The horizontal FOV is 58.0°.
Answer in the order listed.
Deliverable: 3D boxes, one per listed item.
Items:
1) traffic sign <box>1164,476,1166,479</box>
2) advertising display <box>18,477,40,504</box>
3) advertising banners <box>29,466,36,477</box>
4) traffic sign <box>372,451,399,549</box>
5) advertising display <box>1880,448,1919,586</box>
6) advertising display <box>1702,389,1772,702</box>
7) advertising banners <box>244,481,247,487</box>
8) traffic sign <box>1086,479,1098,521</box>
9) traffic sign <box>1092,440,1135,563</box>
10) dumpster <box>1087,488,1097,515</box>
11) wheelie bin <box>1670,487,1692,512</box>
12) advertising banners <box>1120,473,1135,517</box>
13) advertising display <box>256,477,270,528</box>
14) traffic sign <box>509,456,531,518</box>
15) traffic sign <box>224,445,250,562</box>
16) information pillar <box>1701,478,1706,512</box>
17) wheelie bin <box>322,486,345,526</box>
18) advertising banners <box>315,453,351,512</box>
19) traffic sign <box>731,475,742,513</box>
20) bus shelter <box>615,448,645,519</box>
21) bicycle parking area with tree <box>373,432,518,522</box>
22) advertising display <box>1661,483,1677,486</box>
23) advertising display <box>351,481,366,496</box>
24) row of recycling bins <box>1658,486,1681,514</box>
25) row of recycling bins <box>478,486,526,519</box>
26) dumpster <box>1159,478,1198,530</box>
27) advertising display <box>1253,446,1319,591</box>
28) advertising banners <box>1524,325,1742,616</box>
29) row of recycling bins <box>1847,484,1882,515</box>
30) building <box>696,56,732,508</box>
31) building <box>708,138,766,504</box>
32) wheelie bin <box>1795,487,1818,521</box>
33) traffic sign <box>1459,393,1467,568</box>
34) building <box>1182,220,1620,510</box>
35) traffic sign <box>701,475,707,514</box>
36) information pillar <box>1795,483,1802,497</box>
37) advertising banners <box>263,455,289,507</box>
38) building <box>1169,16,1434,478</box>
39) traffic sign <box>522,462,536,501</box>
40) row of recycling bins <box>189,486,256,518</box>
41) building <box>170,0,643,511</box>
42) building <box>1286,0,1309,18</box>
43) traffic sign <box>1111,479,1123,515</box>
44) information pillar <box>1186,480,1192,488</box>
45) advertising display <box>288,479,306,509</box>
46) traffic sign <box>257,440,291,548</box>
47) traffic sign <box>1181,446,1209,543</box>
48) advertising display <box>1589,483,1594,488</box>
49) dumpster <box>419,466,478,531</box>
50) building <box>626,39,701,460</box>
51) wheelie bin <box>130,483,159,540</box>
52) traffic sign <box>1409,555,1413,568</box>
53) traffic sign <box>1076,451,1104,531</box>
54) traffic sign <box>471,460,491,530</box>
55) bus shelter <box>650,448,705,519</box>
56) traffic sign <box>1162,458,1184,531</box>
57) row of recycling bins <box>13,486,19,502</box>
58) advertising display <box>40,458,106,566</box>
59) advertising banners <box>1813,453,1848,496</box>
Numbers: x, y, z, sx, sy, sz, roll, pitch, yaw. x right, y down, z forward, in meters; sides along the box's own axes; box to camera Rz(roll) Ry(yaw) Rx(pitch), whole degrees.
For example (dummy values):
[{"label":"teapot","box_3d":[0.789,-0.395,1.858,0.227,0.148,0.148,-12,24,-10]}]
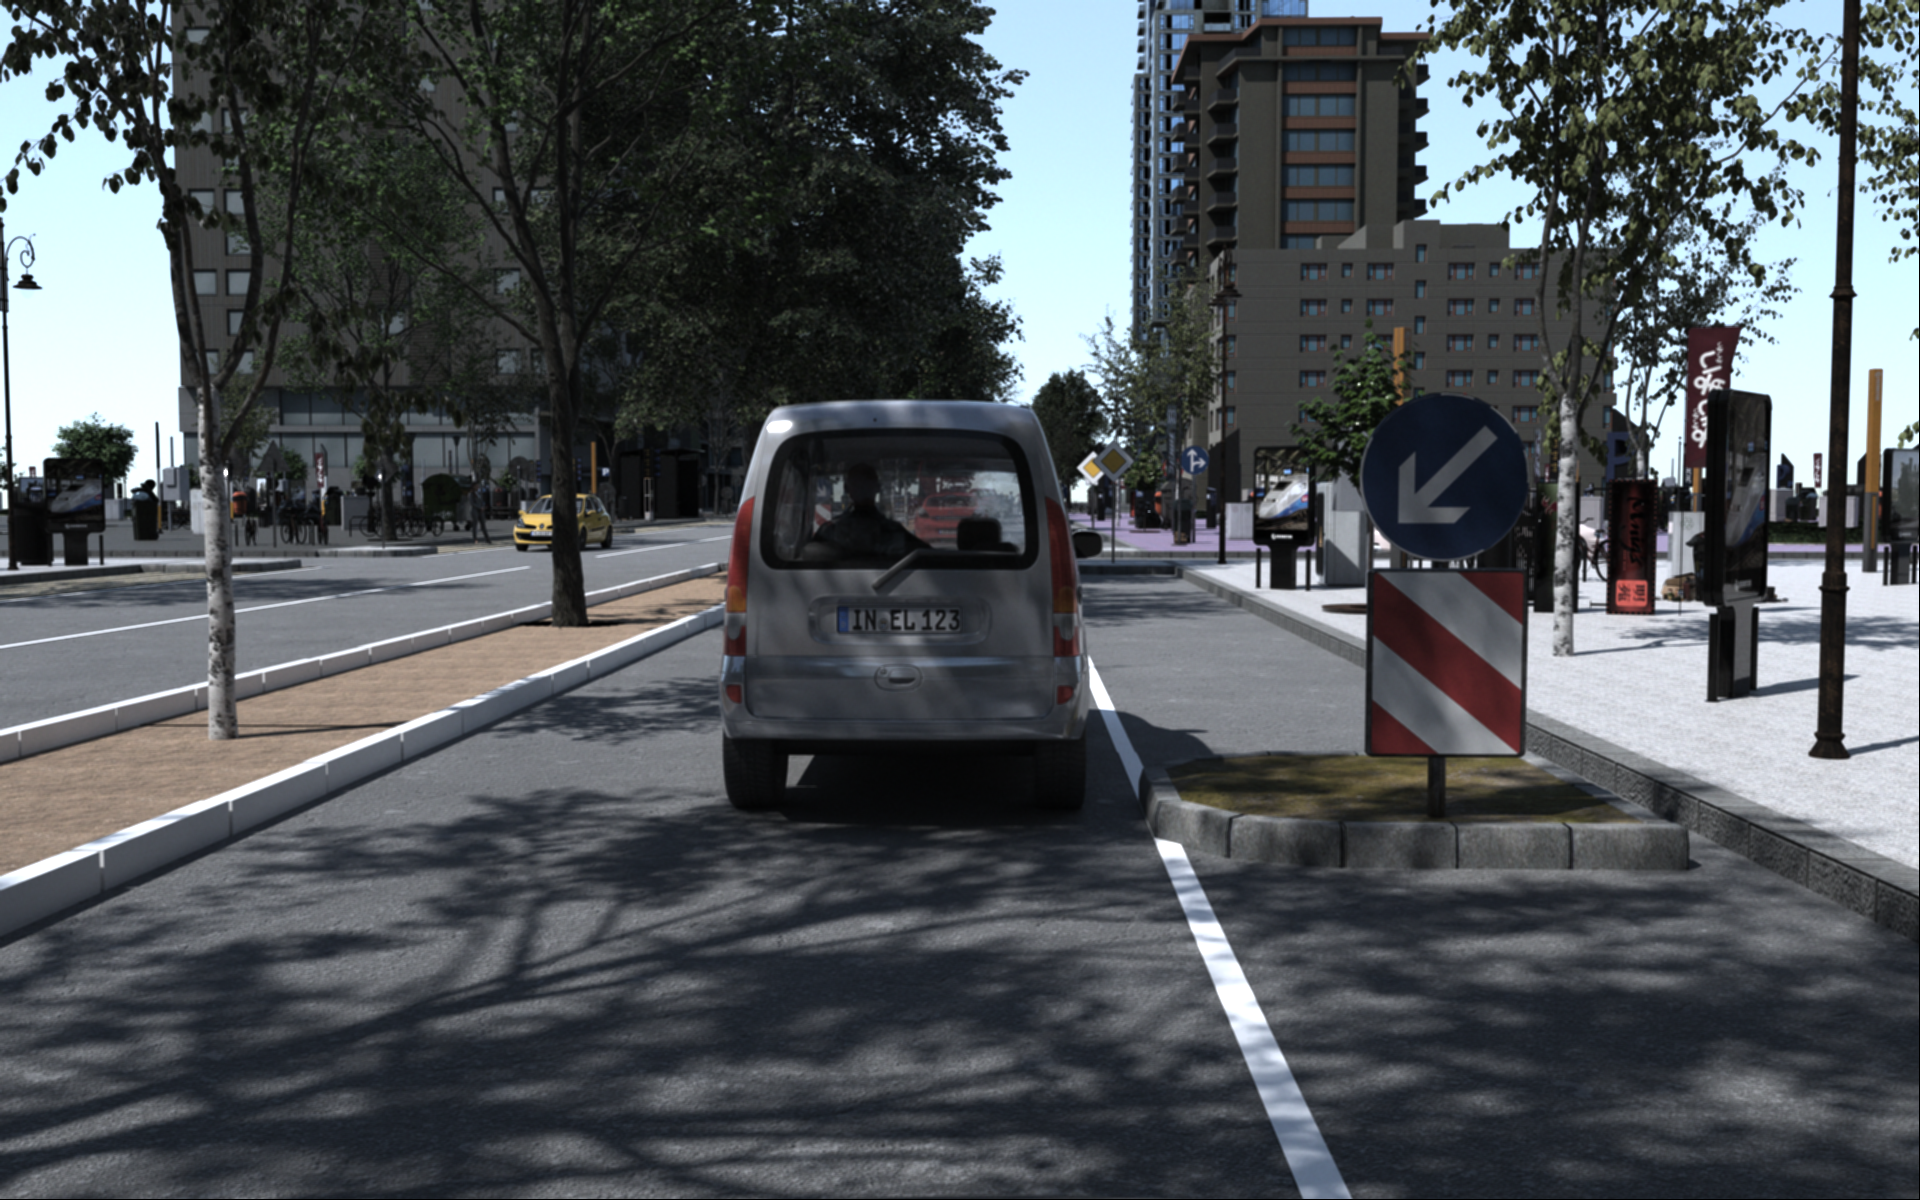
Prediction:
[{"label":"traffic sign","box_3d":[9.061,-4.520,74.012,0.768,2.556,0.104,0,4,3]},{"label":"advertising display","box_3d":[-34.821,-3.658,65.029,0.123,1.923,0.974,3,4,36]},{"label":"advertising banners","box_3d":[-57.735,-6.906,109.097,2.074,3.025,0.090,1,4,13]},{"label":"traffic sign","box_3d":[-13.552,-2.264,40.666,0.795,2.450,0.064,0,4,2]},{"label":"advertising display","box_3d":[13.333,-1.181,24.517,0.974,1.923,0.123,-3,4,-37]},{"label":"advertising display","box_3d":[4.926,-0.353,10.981,0.123,1.923,0.974,3,5,40]},{"label":"advertising banners","box_3d":[-47.960,-7.274,115.114,2.074,3.025,0.090,2,4,30]},{"label":"traffic sign","box_3d":[6.320,-4.951,83.085,0.606,2.300,0.079,1,4,9]},{"label":"traffic sign","box_3d":[2.848,-1.745,32.171,0.795,2.450,0.064,0,4,2]},{"label":"dumpster","box_3d":[8.305,-6.038,104.482,1.264,1.857,1.865,0,4,2]},{"label":"wheelie bin","box_3d":[31.739,-4.168,76.051,0.980,1.594,0.693,0,4,-4]},{"label":"advertising banners","box_3d":[9.725,-6.115,96.166,2.074,3.025,0.090,1,4,20]},{"label":"advertising display","box_3d":[-26.666,-3.735,66.282,0.123,1.923,0.974,-3,5,-44]},{"label":"traffic sign","box_3d":[-14.895,-3.576,58.572,0.768,2.556,0.104,0,4,8]},{"label":"traffic sign","box_3d":[-13.789,-1.776,32.685,0.795,2.450,0.064,0,4,2]},{"label":"information pillar","box_3d":[33.709,-4.541,78.734,0.304,2.012,0.304,0,4,-5]},{"label":"wheelie bin","box_3d":[-25.532,-3.842,70.729,0.693,1.594,0.980,1,4,13]},{"label":"advertising banners","box_3d":[-26.454,-4.702,73.063,2.074,3.025,0.090,2,4,28]},{"label":"traffic sign","box_3d":[-14.954,-7.080,115.860,0.768,2.556,0.104,0,4,4]},{"label":"bus shelter","box_3d":[-16.651,-6.112,91.214,1.731,3.624,6.357,0,4,2]},{"label":"bicycle parking area with tree","box_3d":[-25.020,-5.876,83.070,9.016,4.147,8.231,1,4,20]},{"label":"advertising display","box_3d":[42.362,-6.011,103.497,0.123,1.923,0.974,-3,4,-36]},{"label":"advertising display","box_3d":[-29.992,-4.967,86.417,0.974,1.923,0.123,2,4,34]},{"label":"row of recycling bins","box_3d":[36.198,-4.989,88.685,3.534,1.692,1.069,-3,5,-44]},{"label":"row of recycling bins","box_3d":[-23.938,-4.969,88.355,3.534,1.692,1.069,-1,4,-12]},{"label":"dumpster","box_3d":[7.862,-3.454,62.233,1.264,1.857,1.865,0,4,2]},{"label":"advertising display","box_3d":[4.346,-1.103,23.245,0.123,1.923,0.974,-3,5,-40]},{"label":"advertising banners","box_3d":[7.104,-1.355,18.343,2.074,3.025,0.090,1,4,23]},{"label":"row of recycling bins","box_3d":[38.296,-4.077,73.765,1.069,1.692,3.534,0,4,7]},{"label":"building","box_3d":[-33.273,-44.637,168.069,20.563,71.187,20.611,0,4,2]},{"label":"building","box_3d":[-33.093,-37.076,225.797,23.786,49.044,30.456,0,4,2]},{"label":"wheelie bin","box_3d":[42.997,-4.905,88.102,0.693,1.594,0.980,-3,5,-43]},{"label":"traffic sign","box_3d":[6.470,-1.364,22.306,0.884,2.594,0.081,0,4,6]},{"label":"building","box_3d":[32.847,-17.828,136.534,27.650,21.520,28.899,0,4,2]},{"label":"traffic sign","box_3d":[-17.050,-6.966,114.006,0.768,2.556,0.104,0,4,6]},{"label":"information pillar","box_3d":[53.747,-6.515,111.010,0.304,2.012,0.304,0,4,-2]},{"label":"advertising banners","box_3d":[-30.727,-4.996,77.877,0.090,3.025,2.074,1,4,9]},{"label":"building","box_3d":[31.537,-31.198,164.705,22.147,44.769,28.867,0,4,2]},{"label":"traffic sign","box_3d":[-16.967,-4.142,67.828,0.768,2.556,0.104,1,4,10]},{"label":"row of recycling bins","box_3d":[-39.952,-5.310,93.932,1.069,1.692,3.534,3,5,44]},{"label":"building","box_3d":[-39.460,-33.053,129.662,28.713,52.752,27.495,0,4,2]},{"label":"building","box_3d":[33.292,-55.779,224.658,22.319,86.520,31.000,0,4,2]},{"label":"traffic sign","box_3d":[8.079,-5.359,87.624,0.884,2.594,0.081,1,4,10]},{"label":"information pillar","box_3d":[11.553,-5.099,87.853,0.304,2.012,0.304,2,4,27]},{"label":"advertising display","box_3d":[-29.460,-4.391,76.999,0.123,1.923,0.974,1,4,19]},{"label":"traffic sign","box_3d":[-16.429,-2.536,41.466,0.884,2.594,0.081,1,4,11]},{"label":"traffic sign","box_3d":[6.178,-2.789,45.709,0.768,2.556,0.104,0,4,2]},{"label":"advertising display","box_3d":[37.211,-5.926,102.100,0.123,1.923,0.974,1,4,12]},{"label":"dumpster","box_3d":[-17.758,-3.525,60.127,1.502,2.255,1.985,0,4,2]},{"label":"building","box_3d":[-30.898,-28.582,150.914,14.154,41.232,14.086,0,4,2]},{"label":"wheelie bin","box_3d":[-22.662,-2.460,48.129,0.693,1.594,0.980,-3,4,-36]},{"label":"traffic sign","box_3d":[6.638,-1.426,25.440,0.606,2.300,0.079,0,4,8]},{"label":"traffic sign","box_3d":[3.085,-2.233,40.153,0.795,2.450,0.064,0,4,2]},{"label":"traffic sign","box_3d":[-17.135,-3.783,61.952,0.768,2.556,0.104,0,4,8]},{"label":"bus shelter","box_3d":[-14.839,-6.121,91.361,1.731,3.624,6.357,0,4,2]},{"label":"traffic sign","box_3d":[7.348,-3.651,59.799,0.768,2.556,0.104,1,4,9]},{"label":"row of recycling bins","box_3d":[-47.827,-4.991,88.708,1.069,1.692,3.534,-1,4,-9]},{"label":"advertising display","box_3d":[-15.825,-1.575,30.964,0.974,1.923,0.123,-3,5,-40]},{"label":"advertising banners","box_3d":[36.733,-4.708,73.155,0.090,3.025,2.074,-1,4,-13]}]
